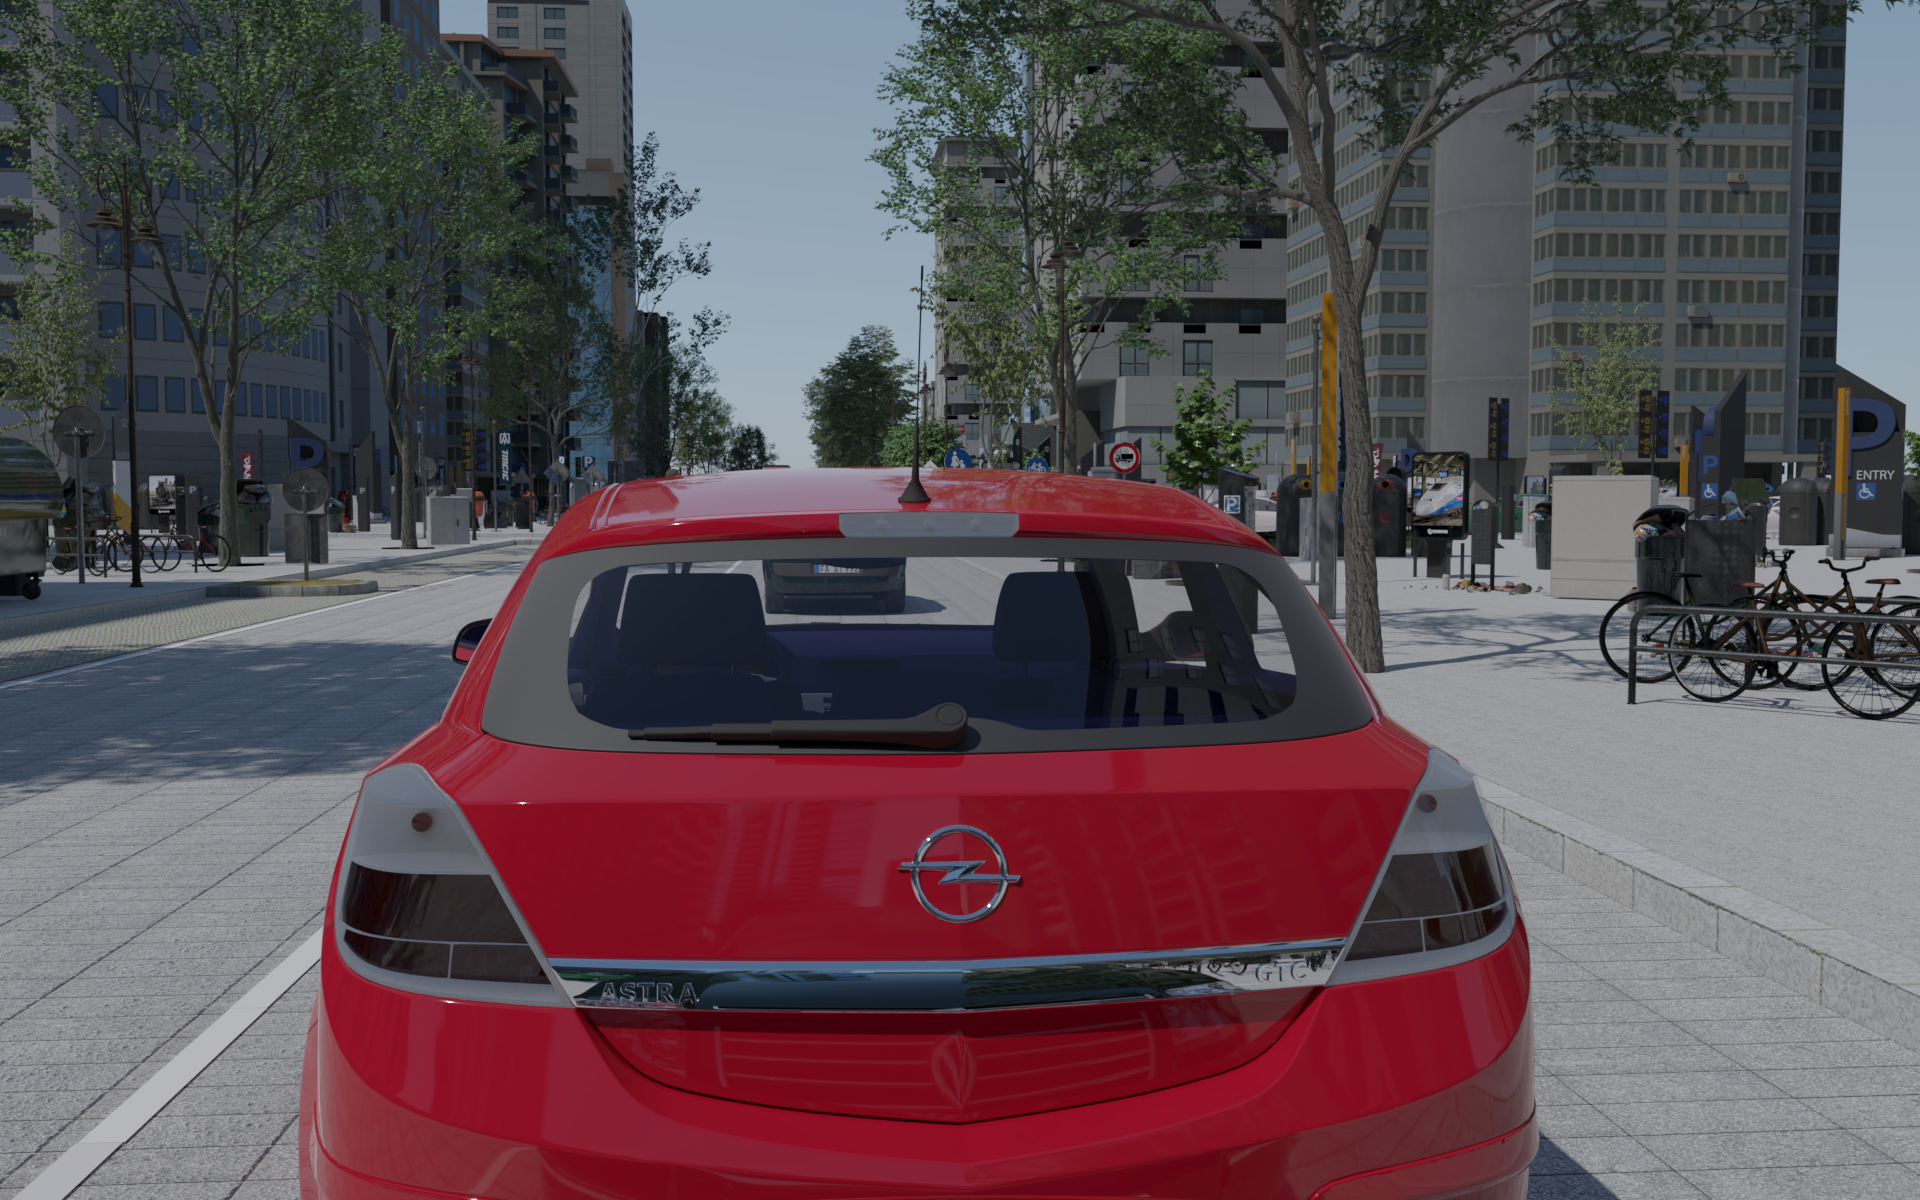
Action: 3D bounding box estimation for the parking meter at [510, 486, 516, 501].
[{"bbox_3d":[-30.890,-6.982,119.872,0.399,1.863,0.255,2,4,33],"label":"parking meter"}]

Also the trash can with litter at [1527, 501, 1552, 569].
[{"bbox_3d":[10.098,-1.118,29.674,0.624,1.170,1.055,2,4,26],"label":"trash can with litter"}]

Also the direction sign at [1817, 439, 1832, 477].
[{"bbox_3d":[35.805,-4.880,71.783,0.876,3.537,0.379,-2,4,-30],"label":"direction sign"}]

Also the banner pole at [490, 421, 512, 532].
[{"bbox_3d":[-15.636,-4.221,59.030,0.863,3.779,0.401,1,4,14],"label":"banner pole"}]

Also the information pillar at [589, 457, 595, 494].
[{"bbox_3d":[-23.173,-7.205,109.161,0.504,3.616,0.183,2,4,28],"label":"information pillar"}]

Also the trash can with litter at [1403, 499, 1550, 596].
[{"bbox_3d":[6.992,-0.718,22.799,1.678,1.210,2.233,-1,4,-13],"label":"trash can with litter"}]

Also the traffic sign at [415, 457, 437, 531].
[{"bbox_3d":[-18.344,-3.630,59.451,0.768,2.556,0.104,0,4,4],"label":"traffic sign"}]

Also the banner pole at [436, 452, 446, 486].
[{"bbox_3d":[-30.973,-6.917,103.114,0.401,3.779,0.863,3,5,40],"label":"banner pole"}]

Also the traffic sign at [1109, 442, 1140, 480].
[{"bbox_3d":[4.032,-2.596,42.549,0.768,2.556,0.104,0,4,-1],"label":"traffic sign"}]

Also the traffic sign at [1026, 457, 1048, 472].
[{"bbox_3d":[2.634,-3.626,59.384,0.768,2.556,0.104,0,3,0],"label":"traffic sign"}]

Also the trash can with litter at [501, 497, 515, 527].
[{"bbox_3d":[-17.778,-3.452,67.835,0.624,1.170,1.055,1,4,8],"label":"trash can with litter"}]

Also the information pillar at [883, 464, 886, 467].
[{"bbox_3d":[-5.357,-8.095,123.709,0.183,3.616,0.504,-3,5,-41],"label":"information pillar"}]

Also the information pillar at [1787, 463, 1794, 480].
[{"bbox_3d":[45.503,-6.337,94.964,0.504,3.616,0.183,-2,4,-30],"label":"information pillar"}]

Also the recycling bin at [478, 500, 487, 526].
[{"bbox_3d":[-19.662,-3.545,70.513,0.722,1.027,0.722,0,4,-7],"label":"recycling bin"}]

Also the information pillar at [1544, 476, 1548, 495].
[{"bbox_3d":[24.280,-4.142,72.216,0.304,2.012,0.304,0,4,-7],"label":"information pillar"}]

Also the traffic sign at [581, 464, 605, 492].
[{"bbox_3d":[-12.253,-3.315,57.837,0.795,2.450,0.064,0,4,-5],"label":"traffic sign"}]

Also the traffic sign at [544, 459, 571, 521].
[{"bbox_3d":[-11.580,-2.828,49.880,0.795,2.450,0.064,0,4,-5],"label":"traffic sign"}]

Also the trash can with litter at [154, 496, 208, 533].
[{"bbox_3d":[-26.343,-2.903,58.515,1.678,1.210,2.233,-2,4,-28],"label":"trash can with litter"}]

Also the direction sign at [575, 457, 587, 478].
[{"bbox_3d":[-23.026,-6.958,105.759,0.876,3.537,0.379,-1,4,-16],"label":"direction sign"}]

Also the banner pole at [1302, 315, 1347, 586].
[{"bbox_3d":[5.177,-2.106,24.442,0.863,3.779,0.401,-2,4,-32],"label":"banner pole"}]

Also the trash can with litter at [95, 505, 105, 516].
[{"bbox_3d":[-20.077,-1.730,39.679,0.624,1.170,1.055,0,4,-7],"label":"trash can with litter"}]

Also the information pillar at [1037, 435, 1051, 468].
[{"bbox_3d":[3.375,-4.744,68.924,0.504,3.616,0.183,-1,4,-13],"label":"information pillar"}]

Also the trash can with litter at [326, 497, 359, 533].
[{"bbox_3d":[-20.339,-2.796,57.099,1.055,1.170,0.624,1,4,11],"label":"trash can with litter"}]

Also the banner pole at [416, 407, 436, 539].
[{"bbox_3d":[-15.377,-3.634,49.440,0.401,3.779,0.863,0,4,-2],"label":"banner pole"}]

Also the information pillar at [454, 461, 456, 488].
[{"bbox_3d":[-36.202,-8.126,124.219,0.183,3.616,0.504,-1,4,-13],"label":"information pillar"}]

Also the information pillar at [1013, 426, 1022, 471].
[{"bbox_3d":[1.984,-4.182,59.735,0.183,3.616,0.504,-2,4,-29],"label":"information pillar"}]

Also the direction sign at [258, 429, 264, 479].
[{"bbox_3d":[-24.584,-4.218,60.959,0.379,3.537,0.876,-1,4,-14],"label":"direction sign"}]

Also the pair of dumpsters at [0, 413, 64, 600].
[{"bbox_3d":[-11.483,-1.002,18.880,1.574,2.255,4.437,0,4,-5],"label":"pair of dumpsters"}]

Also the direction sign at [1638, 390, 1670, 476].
[{"bbox_3d":[15.165,-2.809,37.918,0.876,3.537,0.379,-2,4,-26],"label":"direction sign"}]

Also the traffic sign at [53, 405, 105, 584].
[{"bbox_3d":[-12.570,-1.505,24.719,0.768,2.556,0.104,0,4,3],"label":"traffic sign"}]

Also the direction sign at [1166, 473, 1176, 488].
[{"bbox_3d":[12.652,-6.720,101.876,0.379,3.537,0.876,-3,4,-36],"label":"direction sign"}]

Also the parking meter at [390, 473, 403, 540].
[{"bbox_3d":[-15.706,-2.607,48.341,0.399,1.863,0.255,3,5,43],"label":"parking meter"}]

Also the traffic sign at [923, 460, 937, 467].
[{"bbox_3d":[-0.872,-2.882,50.761,0.795,2.450,0.064,0,4,-5],"label":"traffic sign"}]

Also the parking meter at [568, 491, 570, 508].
[{"bbox_3d":[-21.236,-5.282,94.768,0.372,1.533,0.369,0,3,0],"label":"parking meter"}]

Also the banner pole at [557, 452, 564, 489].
[{"bbox_3d":[-23.797,-6.909,102.972,0.401,3.779,0.863,2,4,28],"label":"banner pole"}]

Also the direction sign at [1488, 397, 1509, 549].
[{"bbox_3d":[12.670,-2.985,40.804,0.876,3.537,0.379,-3,5,-43],"label":"direction sign"}]

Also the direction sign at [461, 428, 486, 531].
[{"bbox_3d":[-16.846,-4.164,60.072,0.876,3.537,0.379,-3,4,-37],"label":"direction sign"}]

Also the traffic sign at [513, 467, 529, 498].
[{"bbox_3d":[-21.017,-5.083,83.119,0.884,2.594,0.081,0,4,0],"label":"traffic sign"}]

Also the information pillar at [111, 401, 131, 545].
[{"bbox_3d":[-21.031,-3.189,43.492,0.183,3.616,0.504,1,4,22],"label":"information pillar"}]

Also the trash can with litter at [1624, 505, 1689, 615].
[{"bbox_3d":[7.387,-0.440,18.581,0.624,1.170,1.055,0,4,3],"label":"trash can with litter"}]

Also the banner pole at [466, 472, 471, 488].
[{"bbox_3d":[-21.672,-5.281,76.363,0.401,3.779,0.863,0,4,-1],"label":"banner pole"}]

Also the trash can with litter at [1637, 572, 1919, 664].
[{"bbox_3d":[6.389,-0.154,13.575,2.233,1.210,1.678,1,4,16],"label":"trash can with litter"}]

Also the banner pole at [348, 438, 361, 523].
[{"bbox_3d":[-27.162,-5.366,77.746,0.863,3.779,0.401,1,4,21],"label":"banner pole"}]

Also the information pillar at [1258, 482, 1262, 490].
[{"bbox_3d":[18.677,-6.365,108.558,0.304,2.012,0.304,-2,4,-30],"label":"information pillar"}]

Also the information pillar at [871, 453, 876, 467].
[{"bbox_3d":[-4.854,-6.488,97.425,0.183,3.616,0.504,2,4,31],"label":"information pillar"}]

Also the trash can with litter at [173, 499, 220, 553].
[{"bbox_3d":[-16.549,-1.606,37.645,1.055,1.170,0.624,-1,4,-10],"label":"trash can with litter"}]

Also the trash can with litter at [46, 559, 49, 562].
[{"bbox_3d":[-17.617,-1.289,32.133,2.233,1.210,1.678,2,4,24],"label":"trash can with litter"}]

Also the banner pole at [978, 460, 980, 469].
[{"bbox_3d":[1.622,-8.427,127.790,0.863,3.779,0.401,1,4,20],"label":"banner pole"}]

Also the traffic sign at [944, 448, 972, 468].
[{"bbox_3d":[-0.054,-2.929,47.994,0.768,2.556,0.104,0,4,-4],"label":"traffic sign"}]

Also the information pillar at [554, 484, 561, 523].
[{"bbox_3d":[-17.522,-4.327,75.230,0.304,2.012,0.304,0,4,6],"label":"information pillar"}]

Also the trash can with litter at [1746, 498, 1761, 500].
[{"bbox_3d":[13.606,-1.197,30.621,2.233,1.210,1.678,-1,4,-14],"label":"trash can with litter"}]

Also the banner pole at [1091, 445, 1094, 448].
[{"bbox_3d":[7.022,-6.055,89.013,0.863,3.779,0.401,2,4,28],"label":"banner pole"}]

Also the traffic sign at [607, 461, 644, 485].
[{"bbox_3d":[-20.538,-6.883,106.413,2.265,3.308,0.079,0,4,5],"label":"traffic sign"}]
